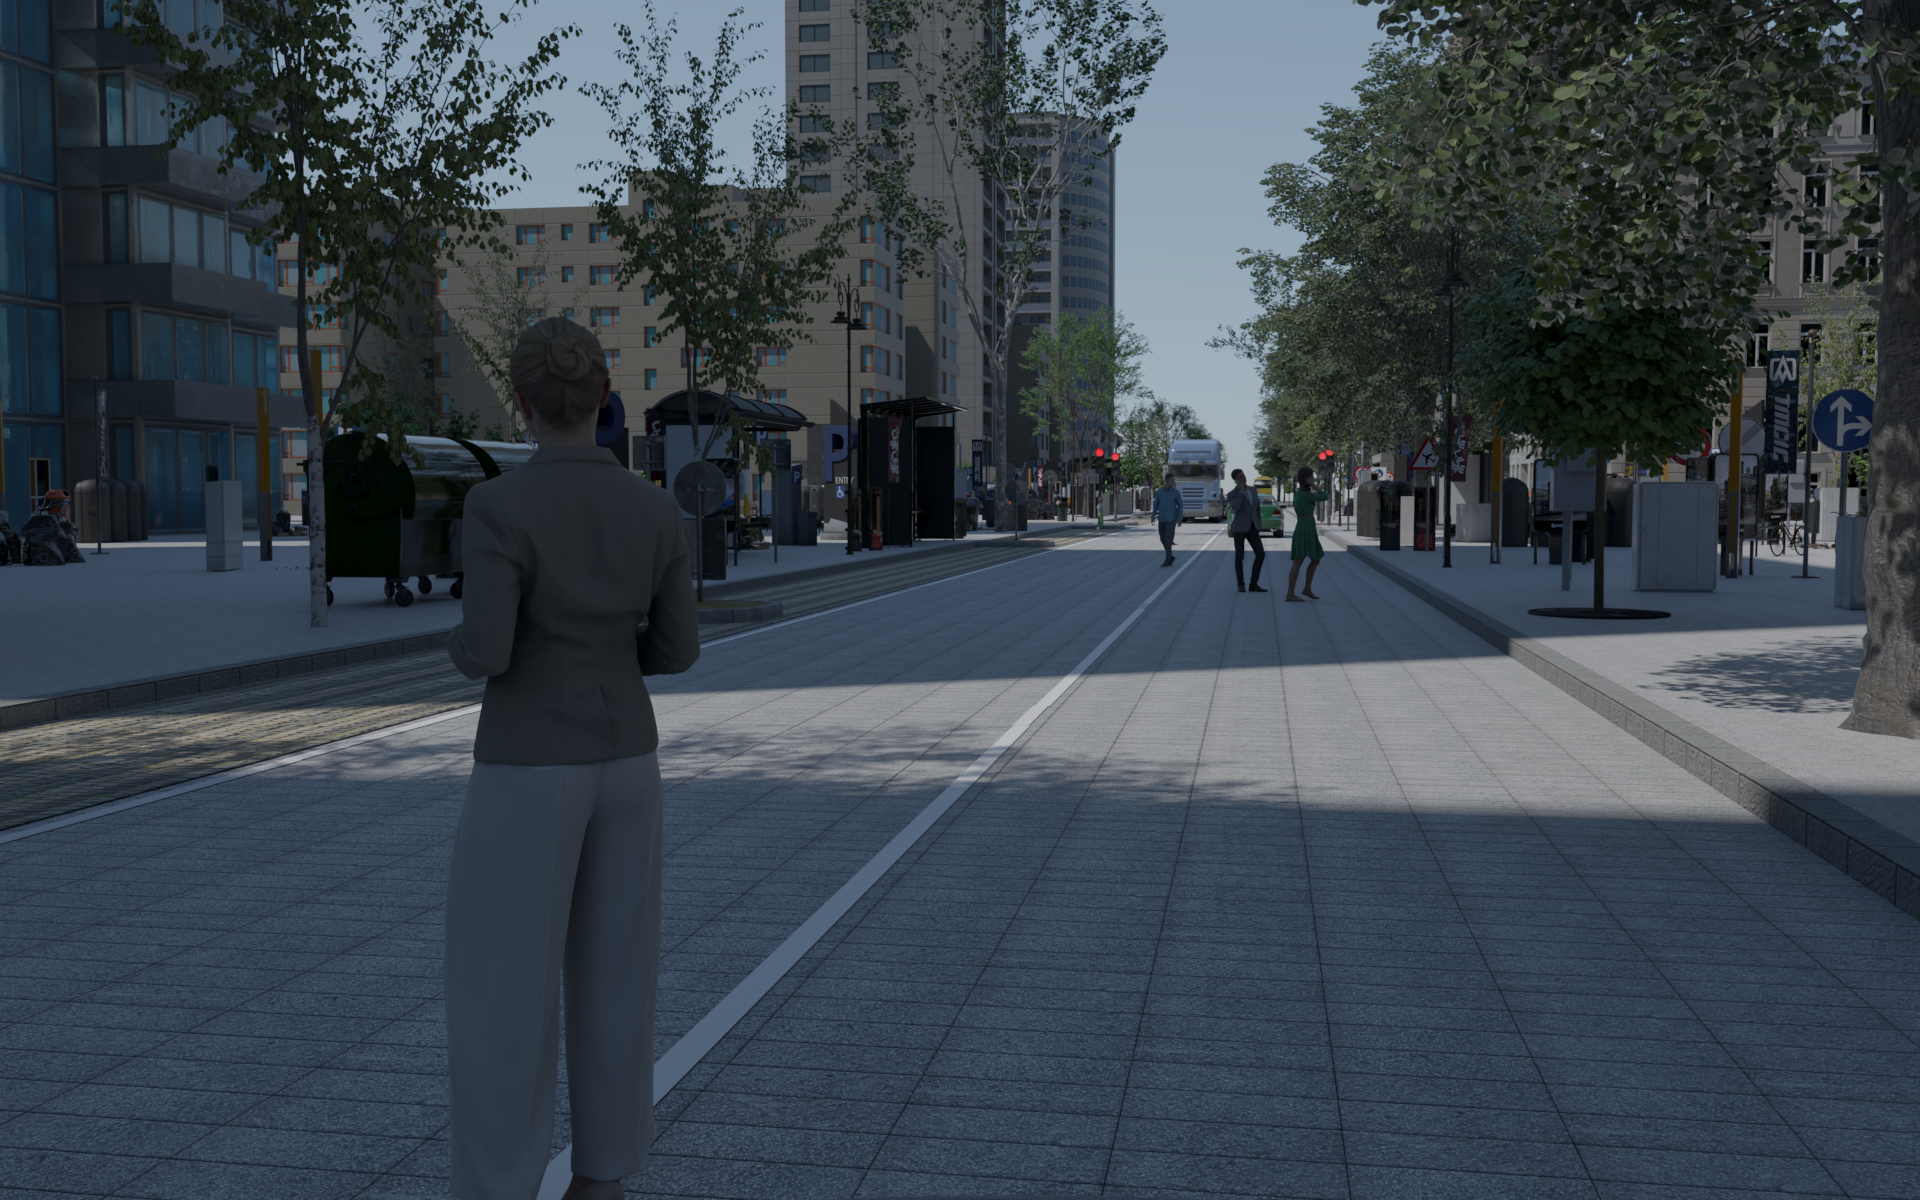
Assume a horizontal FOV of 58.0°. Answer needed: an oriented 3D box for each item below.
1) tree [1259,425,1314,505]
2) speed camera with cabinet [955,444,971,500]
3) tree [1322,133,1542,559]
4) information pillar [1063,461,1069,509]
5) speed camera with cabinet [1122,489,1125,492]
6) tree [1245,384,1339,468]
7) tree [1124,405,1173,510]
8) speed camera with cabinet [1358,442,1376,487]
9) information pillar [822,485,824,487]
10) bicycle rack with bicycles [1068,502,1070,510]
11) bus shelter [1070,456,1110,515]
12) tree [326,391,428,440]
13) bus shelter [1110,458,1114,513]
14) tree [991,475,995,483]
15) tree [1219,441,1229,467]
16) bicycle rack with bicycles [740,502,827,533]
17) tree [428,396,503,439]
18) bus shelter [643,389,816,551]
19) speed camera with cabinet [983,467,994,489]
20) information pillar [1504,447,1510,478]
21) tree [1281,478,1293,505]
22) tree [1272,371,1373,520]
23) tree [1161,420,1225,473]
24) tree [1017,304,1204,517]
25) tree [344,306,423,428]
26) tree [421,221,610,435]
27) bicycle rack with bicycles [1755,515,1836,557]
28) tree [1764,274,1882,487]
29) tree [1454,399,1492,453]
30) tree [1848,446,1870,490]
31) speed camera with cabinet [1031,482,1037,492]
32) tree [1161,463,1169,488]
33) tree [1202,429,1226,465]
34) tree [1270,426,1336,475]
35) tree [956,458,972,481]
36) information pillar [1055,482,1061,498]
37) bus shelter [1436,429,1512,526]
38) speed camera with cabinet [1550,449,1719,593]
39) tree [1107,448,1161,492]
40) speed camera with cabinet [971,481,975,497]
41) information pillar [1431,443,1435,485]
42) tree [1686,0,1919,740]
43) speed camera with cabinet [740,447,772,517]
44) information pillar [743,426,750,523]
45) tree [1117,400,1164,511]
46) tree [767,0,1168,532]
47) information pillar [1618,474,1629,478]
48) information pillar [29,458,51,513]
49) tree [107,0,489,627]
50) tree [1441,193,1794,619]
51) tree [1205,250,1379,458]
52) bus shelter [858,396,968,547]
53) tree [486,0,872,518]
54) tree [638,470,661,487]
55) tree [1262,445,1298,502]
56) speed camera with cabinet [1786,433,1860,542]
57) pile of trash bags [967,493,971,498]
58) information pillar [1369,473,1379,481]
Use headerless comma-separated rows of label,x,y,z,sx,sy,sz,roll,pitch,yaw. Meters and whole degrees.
tree,37.396,-16.914,194.664,7.486,12.596,7.792,0,3,0
speed camera with cabinet,-0.502,-4.525,68.326,0.660,3.252,2.038,-2,4,-32
tree,9.445,-5.129,34.223,4.360,8.622,3.978,0,3,0
information pillar,7.358,-8.045,122.895,0.183,3.616,0.504,-1,4,-16
speed camera with cabinet,11.341,-8.178,128.041,2.038,3.252,0.660,-2,4,-33
tree,31.314,-15.168,158.360,12.009,13.543,11.850,0,3,0
tree,15.657,-11.723,142.027,4.737,8.622,4.395,0,3,0
speed camera with cabinet,15.366,-4.307,64.749,0.660,3.252,2.038,0,4,2
information pillar,-7.327,-6.268,93.839,0.183,3.616,0.504,-3,4,-38
bicycle rack with bicycles,9.806,-7.532,136.535,2.852,0.926,2.925,0,4,-8
bus shelter,8.072,-7.166,108.453,1.731,3.624,6.357,1,4,10
tree,-17.405,-4.151,51.590,4.285,4.588,4.351,0,3,0
bus shelter,9.627,-7.670,116.694,1.731,3.624,6.357,1,4,10
tree,3.030,-9.507,150.039,1.663,3.219,1.824,0,3,0
tree,22.437,-15.867,185.184,9.928,11.665,9.643,0,3,0
bicycle rack with bicycles,-5.446,-2.658,56.847,2.925,0.926,2.852,0,4,3
tree,-10.014,-2.431,34.344,1.663,3.219,1.824,0,3,0
bus shelter,-4.683,-2.584,36.173,2.014,3.302,5.546,1,4,10
speed camera with cabinet,2.658,-8.066,126.221,2.038,3.252,0.660,-2,4,-26
information pillar,26.474,-5.667,84.011,0.504,3.616,0.183,-2,4,-35
tree,48.695,-16.041,256.868,1.663,3.219,1.824,0,3,0
tree,19.847,-8.786,94.007,4.737,8.622,4.395,0,3,0
tree,27.731,-16.913,210.933,8.767,10.594,7.601,-2,4,-26
tree,6.949,-10.420,96.121,9.928,11.665,9.643,0,3,0
tree,-21.663,-7.140,67.103,4.360,8.622,3.978,0,3,0
tree,-11.854,-5.921,47.179,4.360,8.622,3.978,0,3,0
bicycle rack with bicycles,17.711,-1.349,35.431,2.852,0.926,2.925,3,5,43
tree,28.548,-6.476,56.252,4.737,8.622,4.395,0,3,0
tree,29.118,-8.816,94.507,4.737,8.622,4.395,0,3,0
tree,23.048,-2.985,43.413,1.663,3.219,1.824,0,3,0
speed camera with cabinet,5.584,-9.103,143.161,0.660,3.252,2.038,-3,4,-38
tree,17.876,-10.704,158.726,4.285,4.588,4.351,0,3,0
tree,42.042,-23.247,298.206,7.486,12.596,7.792,0,3,0
tree,35.267,-14.793,176.275,7.601,10.594,8.767,-2,4,-34
tree,0.336,-10.426,154.173,4.285,4.588,4.351,0,3,0
information pillar,5.815,-5.986,102.356,0.304,2.012,0.304,1,4,15
bus shelter,16.708,-3.846,56.800,2.014,3.302,5.546,1,4,10
speed camera with cabinet,8.915,-1.749,22.931,2.038,3.252,0.660,1,4,14
tree,11.717,-8.478,122.329,4.285,4.588,4.351,0,3,0
speed camera with cabinet,0.453,-7.327,114.129,0.660,3.252,2.038,1,4,14
information pillar,21.611,-5.409,79.797,0.504,3.616,0.183,0,4,3
tree,5.250,-6.251,8.860,9.857,13.997,8.962,0,3,0
speed camera with cabinet,-8.539,-4.813,73.023,2.038,3.252,0.660,-1,4,-13
information pillar,-7.091,-4.052,57.610,0.183,3.616,0.504,1,4,9
tree,13.484,-11.169,132.976,4.360,8.622,3.978,0,3,0
tree,0.336,-12.419,58.946,12.611,20.169,13.585,0,3,0
information pillar,24.779,-3.687,64.770,0.304,2.012,0.304,-2,4,-24
information pillar,-18.830,-1.896,35.491,0.304,2.012,0.304,3,5,42
tree,-5.960,-4.046,16.518,4.737,8.622,4.395,0,3,0
tree,6.870,-2.112,18.251,4.285,4.588,4.351,0,3,0
tree,25.758,-17.059,134.809,12.611,20.169,13.585,0,3,0
bus shelter,-1.142,-3.274,44.805,1.731,3.624,6.357,1,4,10
tree,-3.809,-4.658,26.525,4.737,8.622,4.395,0,3,0
tree,-16.965,-6.025,93.115,1.663,3.219,1.824,0,3,0
tree,51.930,-21.466,276.727,9.928,11.665,9.643,0,3,0
speed camera with cabinet,23.143,-3.206,46.762,2.038,3.252,0.660,0,4,1
pile of trash bags,1.527,-5.929,106.697,3.447,1.369,1.912,-3,4,-36
information pillar,14.216,-3.365,59.506,0.304,2.012,0.304,1,4,9
